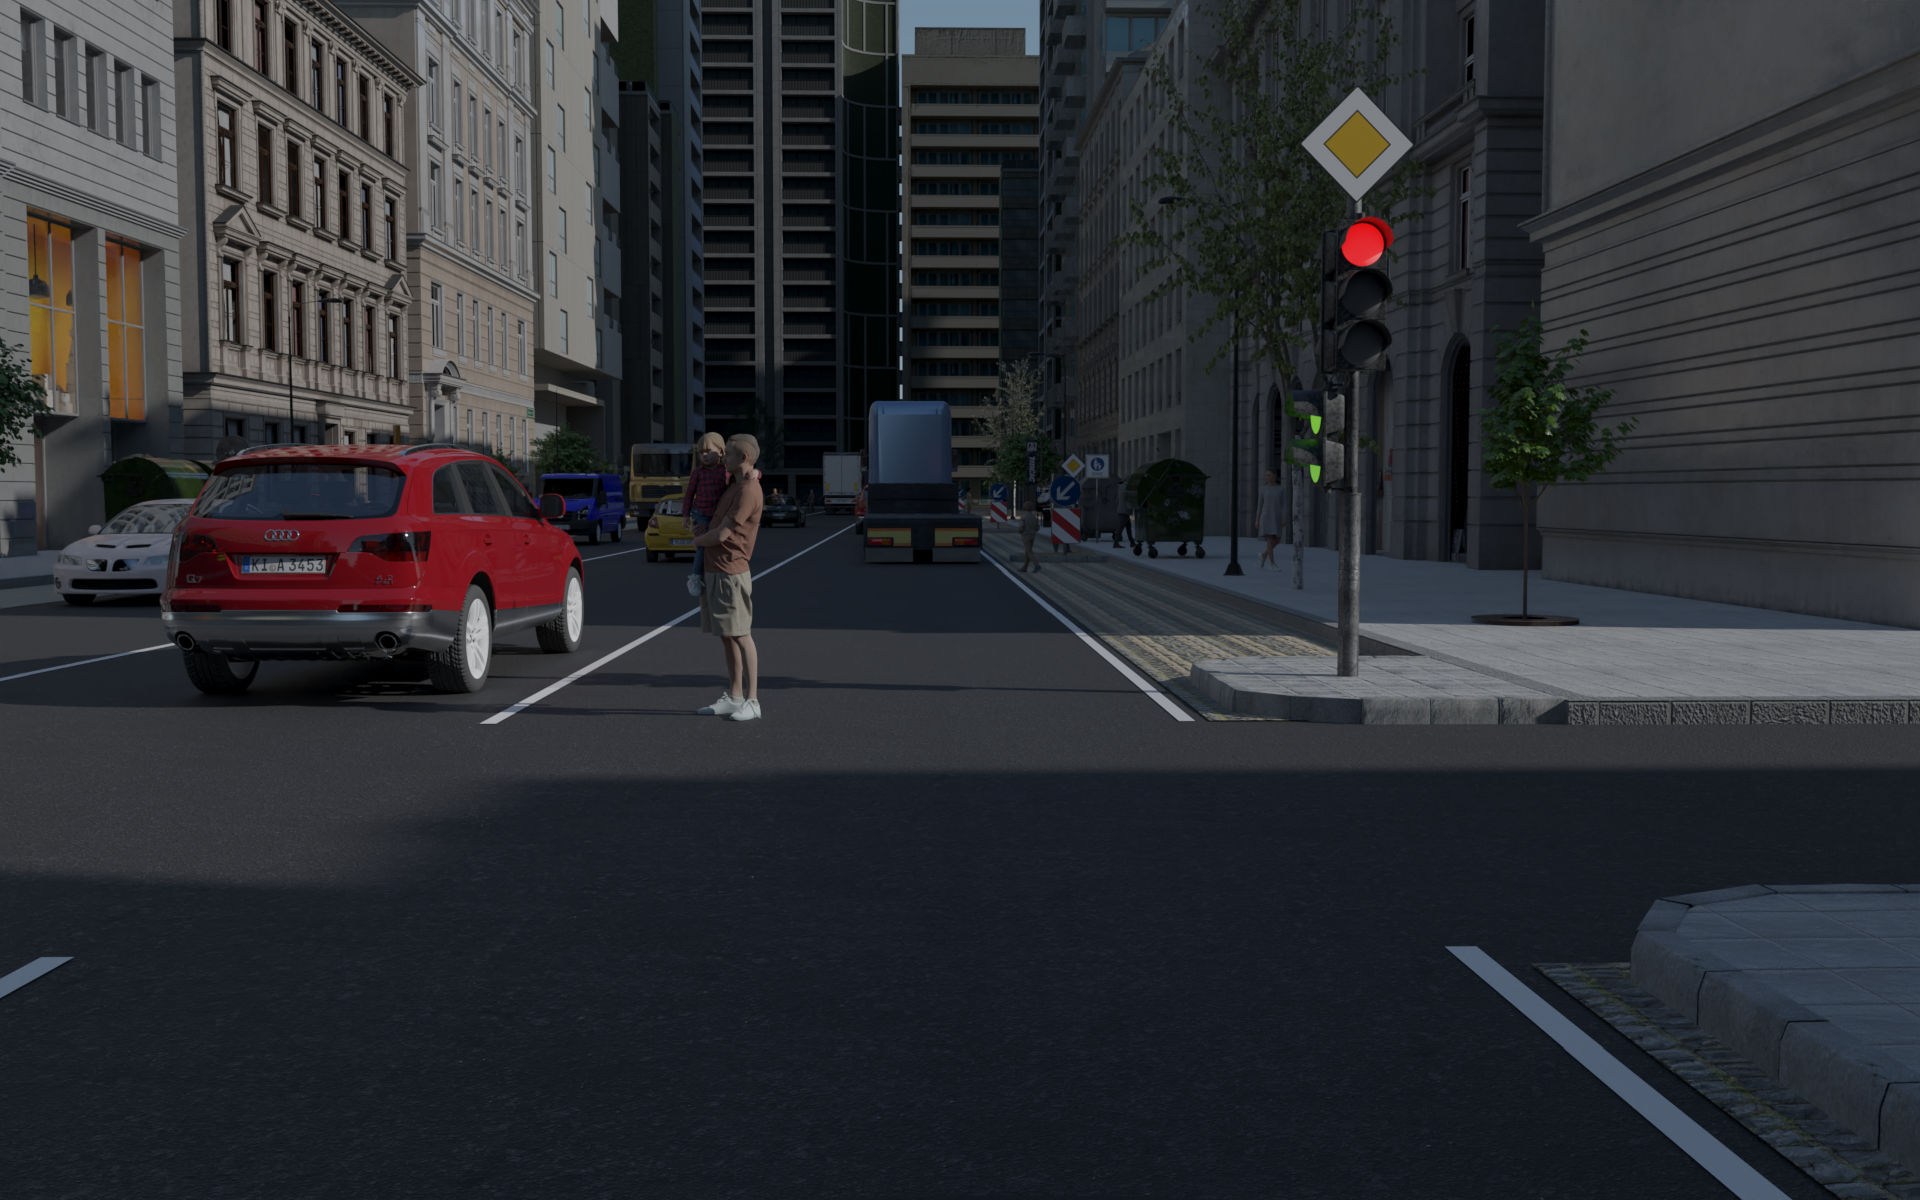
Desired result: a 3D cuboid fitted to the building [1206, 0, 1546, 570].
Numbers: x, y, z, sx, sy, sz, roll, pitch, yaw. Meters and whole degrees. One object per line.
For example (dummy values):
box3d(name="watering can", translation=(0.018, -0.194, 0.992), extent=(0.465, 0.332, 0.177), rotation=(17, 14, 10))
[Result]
box3d(name="building", translation=(14.280, -12.136, 40.224), extent=(13.314, 21.916, 24.055), rotation=(0, 4, -2))

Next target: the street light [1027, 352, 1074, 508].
box3d(name="street light", translation=(2.898, -5.153, 56.785), extent=(1.470, 5.913, 1.316), rotation=(0, 4, -2))

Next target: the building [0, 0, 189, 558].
box3d(name="building", translation=(-24.534, -15.328, 28.109), extent=(11.434, 29.767, 29.804), rotation=(0, 4, -2))

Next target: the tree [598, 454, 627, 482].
box3d(name="tree", translation=(-17.276, -5.490, 84.358), extent=(1.663, 3.219, 1.824), rotation=(0, 3, 0))

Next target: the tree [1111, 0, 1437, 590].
box3d(name="tree", translation=(4.364, -4.435, 22.879), extent=(4.737, 8.622, 4.395), rotation=(0, 3, 0))

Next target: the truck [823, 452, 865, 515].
box3d(name="truck", translation=(-8.159, -8.106, 121.446), extent=(2.839, 4.237, 11.283), rotation=(0, 4, -2))

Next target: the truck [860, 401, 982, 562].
box3d(name="truck", translation=(-1.178, -3.346, 44.462), extent=(2.967, 4.110, 18.799), rotation=(0, 4, -3))

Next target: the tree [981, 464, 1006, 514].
box3d(name="tree", translation=(2.205, -7.049, 109.854), extent=(1.663, 3.219, 1.824), rotation=(0, 3, 0))

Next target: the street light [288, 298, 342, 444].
box3d(name="street light", translation=(-15.319, -4.194, 41.112), extent=(1.470, 5.913, 1.316), rotation=(0, 4, -2))

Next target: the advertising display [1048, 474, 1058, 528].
box3d(name="advertising display", translation=(3.001, -3.060, 55.251), extent=(0.123, 1.923, 0.974), rotation=(0, 4, -2))

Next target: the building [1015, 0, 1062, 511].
box3d(name="building", translation=(14.874, -42.557, 134.057), extent=(20.563, 71.187, 20.611), rotation=(0, 4, -2))

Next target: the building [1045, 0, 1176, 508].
box3d(name="building", translation=(17.084, -29.951, 109.300), extent=(23.786, 49.044, 30.456), rotation=(0, 4, -2))

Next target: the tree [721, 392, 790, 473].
box3d(name="tree", translation=(-18.980, -13.647, 157.540), extent=(7.601, 10.594, 8.767), rotation=(0, 4, 6))

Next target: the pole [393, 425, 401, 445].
box3d(name="pole", translation=(-16.657, -3.515, 51.313), extent=(0.158, 3.312, 0.155), rotation=(0, 3, 0))

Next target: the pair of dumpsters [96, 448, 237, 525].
box3d(name="pair of dumpsters", translation=(-15.723, -1.985, 34.949), extent=(1.574, 2.255, 4.437), rotation=(0, 4, -1))

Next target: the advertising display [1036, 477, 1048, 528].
box3d(name="advertising display", translation=(3.362, -3.743, 66.416), extent=(0.974, 1.923, 0.123), rotation=(2, 4, 31))

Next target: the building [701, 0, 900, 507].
box3d(name="building", translation=(-16.700, -45.516, 182.435), extent=(20.611, 71.187, 20.563), rotation=(0, 4, -2))

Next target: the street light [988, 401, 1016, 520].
box3d(name="street light", translation=(2.101, -6.964, 86.409), extent=(1.470, 5.913, 1.316), rotation=(0, 4, -2))

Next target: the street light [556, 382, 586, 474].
box3d(name="street light", translation=(-16.125, -6.062, 71.656), extent=(1.470, 5.913, 1.316), rotation=(0, 4, -2))

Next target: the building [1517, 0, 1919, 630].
box3d(name="building", translation=(18.633, -11.288, 20.721), extent=(21.152, 22.565, 11.583), rotation=(0, 4, -2))

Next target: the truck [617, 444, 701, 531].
box3d(name="truck", translation=(-11.138, -4.454, 68.744), extent=(3.469, 3.379, 9.791), rotation=(0, 3, 0))

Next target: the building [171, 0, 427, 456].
box3d(name="building", translation=(-24.423, -11.568, 53.771), extent=(10.561, 19.102, 19.286), rotation=(0, 4, -2))

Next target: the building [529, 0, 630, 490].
box3d(name="building", translation=(-34.901, -31.217, 99.642), extent=(28.713, 52.752, 27.495), rotation=(0, 4, -2))

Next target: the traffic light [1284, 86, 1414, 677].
box3d(name="traffic light", translation=(2.717, -1.418, 12.104), extent=(0.839, 4.253, 0.868), rotation=(0, 4, -2))

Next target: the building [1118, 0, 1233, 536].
box3d(name="building", translation=(11.770, -12.592, 60.628), extent=(10.420, 20.320, 16.860), rotation=(0, 4, -2))

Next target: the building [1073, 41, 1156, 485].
box3d(name="building", translation=(10.794, -14.004, 78.117), extent=(9.793, 20.994, 18.267), rotation=(0, 4, -2))

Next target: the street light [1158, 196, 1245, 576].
box3d(name="street light", translation=(3.786, -3.341, 27.164), extent=(1.470, 5.913, 1.316), rotation=(0, 4, -2))

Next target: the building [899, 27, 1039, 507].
box3d(name="building", translation=(4.372, -34.306, 184.604), extent=(21.600, 48.544, 21.300), rotation=(0, 4, -2))

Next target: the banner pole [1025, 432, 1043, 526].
box3d(name="banner pole", translation=(3.064, -4.887, 69.915), extent=(0.863, 3.779, 0.401), rotation=(1, 4, 12))

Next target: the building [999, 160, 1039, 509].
box3d(name="building", translation=(10.337, -23.295, 152.568), extent=(14.160, 30.474, 14.107), rotation=(0, 4, -2))

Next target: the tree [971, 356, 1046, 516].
box3d(name="tree", translation=(2.790, -8.677, 92.233), extent=(4.360, 8.622, 3.978), rotation=(0, 3, 0))

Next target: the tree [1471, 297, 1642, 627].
box3d(name="tree", translation=(5.540, -1.375, 17.077), extent=(1.663, 3.219, 1.824), rotation=(0, 3, 0))

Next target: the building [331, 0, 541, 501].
box3d(name="building", translation=(-26.515, -17.602, 73.698), extent=(13.634, 28.700, 20.117), rotation=(0, 4, -2))

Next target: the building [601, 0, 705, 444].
box3d(name="building", translation=(-36.508, -37.034, 147.510), extent=(28.212, 58.520, 21.231), rotation=(0, 4, -2))

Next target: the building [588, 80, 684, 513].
box3d(name="building", translation=(-27.426, -21.389, 121.414), extent=(14.160, 30.474, 14.107), rotation=(0, 4, -2))

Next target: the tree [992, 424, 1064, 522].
box3d(name="tree", translation=(3.188, -5.970, 81.317), extent=(4.285, 4.588, 4.351), rotation=(0, 3, 0))
